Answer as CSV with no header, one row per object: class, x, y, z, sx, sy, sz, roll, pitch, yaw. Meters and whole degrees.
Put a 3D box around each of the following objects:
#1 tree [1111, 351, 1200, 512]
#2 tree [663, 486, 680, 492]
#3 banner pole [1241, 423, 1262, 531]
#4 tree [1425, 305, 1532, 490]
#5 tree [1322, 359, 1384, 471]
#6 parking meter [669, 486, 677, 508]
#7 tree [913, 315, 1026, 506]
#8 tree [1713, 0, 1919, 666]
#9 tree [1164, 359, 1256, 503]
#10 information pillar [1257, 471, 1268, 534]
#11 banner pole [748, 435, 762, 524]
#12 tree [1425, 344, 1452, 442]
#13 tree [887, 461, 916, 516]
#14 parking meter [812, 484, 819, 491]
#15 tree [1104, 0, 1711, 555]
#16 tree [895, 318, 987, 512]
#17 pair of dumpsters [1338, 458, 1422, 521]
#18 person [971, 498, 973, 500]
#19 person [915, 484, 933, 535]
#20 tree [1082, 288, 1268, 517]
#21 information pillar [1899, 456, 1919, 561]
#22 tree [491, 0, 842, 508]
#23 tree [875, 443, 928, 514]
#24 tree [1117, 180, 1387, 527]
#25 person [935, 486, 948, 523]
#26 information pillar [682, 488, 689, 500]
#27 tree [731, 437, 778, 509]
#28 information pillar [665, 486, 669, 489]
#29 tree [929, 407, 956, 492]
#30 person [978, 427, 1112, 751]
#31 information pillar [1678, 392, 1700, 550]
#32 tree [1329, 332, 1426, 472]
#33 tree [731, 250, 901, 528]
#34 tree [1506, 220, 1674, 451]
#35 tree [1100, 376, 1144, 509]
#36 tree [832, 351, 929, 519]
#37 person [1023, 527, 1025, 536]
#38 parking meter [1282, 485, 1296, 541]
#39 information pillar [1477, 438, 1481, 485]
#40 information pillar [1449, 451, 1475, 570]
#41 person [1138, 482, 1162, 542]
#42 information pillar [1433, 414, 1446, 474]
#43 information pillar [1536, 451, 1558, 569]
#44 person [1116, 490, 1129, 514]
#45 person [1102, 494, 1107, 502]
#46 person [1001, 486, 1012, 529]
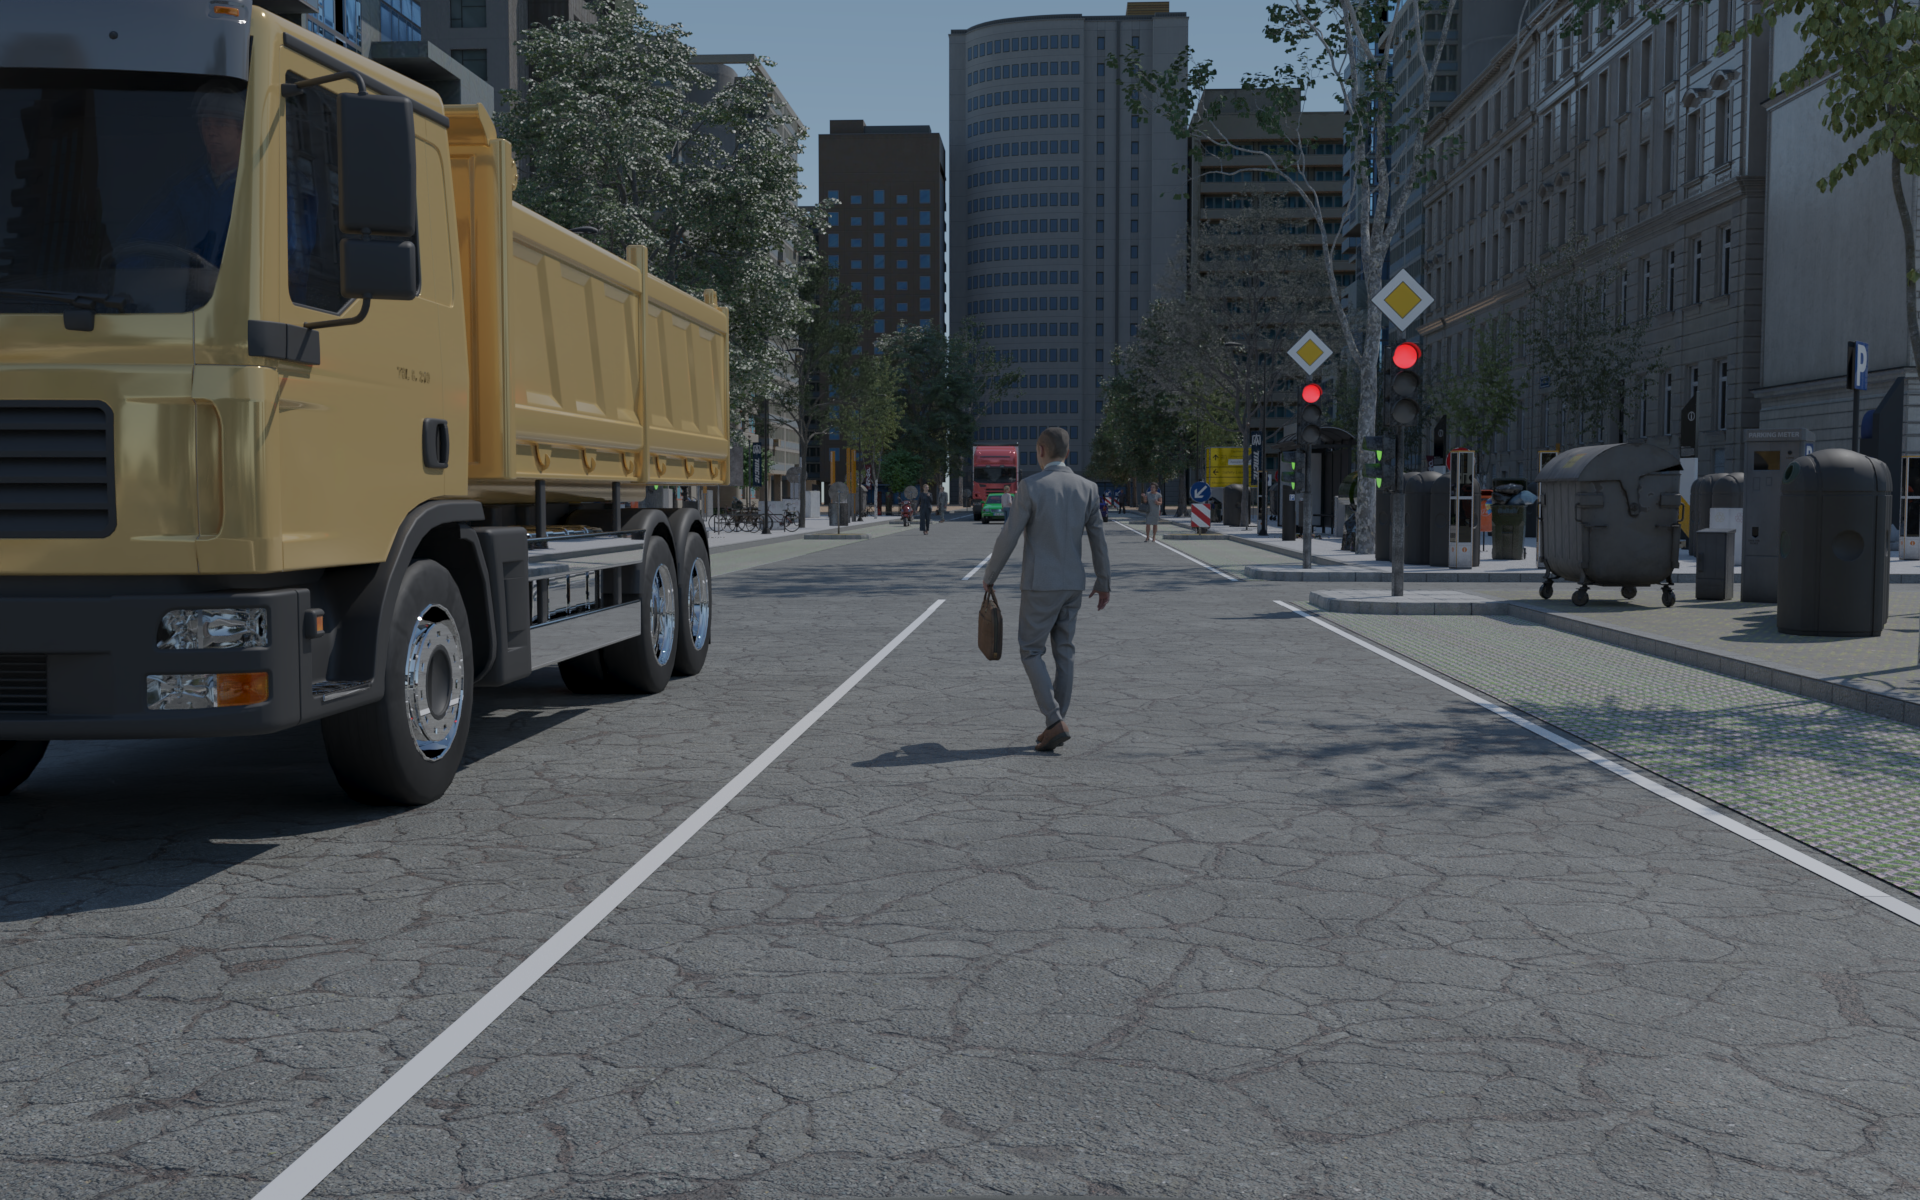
tree,14.310,-12.385,120.616,7.486,12.596,7.792,0,3,0
tree,-15.132,-6.313,86.931,4.285,4.588,4.351,0,3,0
banner pole,10.246,-4.321,60.670,0.401,3.779,0.863,-3,5,-42
tree,20.543,-7.197,68.038,4.737,8.622,4.395,0,3,0
tree,21.321,-8.751,93.446,4.737,8.622,4.395,0,3,0
parking meter,-16.755,-5.841,101.208,0.399,1.863,0.255,1,4,22
tree,1.270,-19.887,181.034,12.611,20.169,13.585,0,3,0
tree,7.233,-3.796,12.427,4.737,8.622,4.395,0,3,0
tree,12.361,-8.300,86.068,4.737,8.622,4.395,0,3,0
information pillar,9.677,-3.114,55.403,0.304,2.012,0.304,1,4,16
banner pole,-8.726,-5.101,73.419,0.863,3.779,0.401,2,4,29
tree,21.166,-8.055,82.058,4.360,8.622,3.978,0,3,0
tree,-3.576,-6.498,100.842,1.663,3.219,1.824,0,3,0
parking meter,-8.046,-5.553,96.496,0.399,1.863,0.255,-1,4,-9
tree,9.509,-11.109,37.520,12.611,20.169,13.585,0,3,0
tree,-2.699,-13.309,124.258,9.857,13.997,8.962,0,3,0
pair of dumpsters,11.607,-2.779,47.930,1.574,2.255,4.437,0,4,3
person,1.427,-7.814,136.200,1.348,1.831,0.705,-3,5,-41
person,-1.245,-3.172,60.784,0.576,1.772,0.534,-2,4,-26
tree,12.428,-11.003,96.914,9.611,12.733,9.660,0,3,0
information pillar,18.358,-1.770,33.428,0.304,2.012,0.304,1,4,11
tree,-7.872,-8.392,43.869,9.857,13.997,8.962,0,3,0
tree,-3.750,-7.783,110.961,4.285,4.588,4.351,0,3,0
tree,11.209,-9.585,67.083,12.009,13.543,11.850,0,3,0
person,-0.920,-4.780,86.756,0.694,1.812,0.767,3,4,36
information pillar,-15.725,-5.795,99.232,0.304,2.012,0.304,0,4,0
tree,-12.190,-7.101,99.820,4.285,4.588,4.351,0,3,0
information pillar,-17.454,-6.066,103.668,0.304,2.012,0.304,2,4,33
tree,-1.770,-11.619,140.325,4.737,8.622,4.395,0,3,0
person,0.499,-0.078,9.889,0.709,1.813,0.853,-2,4,-27
information pillar,16.784,-2.967,39.868,0.183,3.616,0.504,-1,4,-20
tree,18.422,-7.736,76.846,4.360,8.622,3.978,0,3,0
tree,-5.693,-8.020,65.539,7.601,10.594,8.767,-2,4,-28
tree,17.085,-5.937,47.432,4.360,8.622,3.978,0,3,0
tree,15.965,-13.873,152.579,9.928,11.665,9.643,0,3,0
tree,-4.462,-8.515,89.589,4.737,8.622,4.395,0,3,0
person,1.833,-2.253,46.337,0.522,1.701,0.512,1,4,16
parking meter,9.025,-2.391,47.496,0.372,1.533,0.369,0,3,0
information pillar,21.563,-4.936,72.053,0.183,3.616,0.504,1,4,21
information pillar,8.550,-1.531,29.527,0.304,2.012,0.304,-1,4,-9
person,5.643,-2.615,51.614,0.716,1.782,0.532,1,4,19
information pillar,14.125,-3.648,51.001,0.183,3.616,0.504,-1,4,-21
information pillar,10.032,-1.536,29.609,0.304,2.012,0.304,1,4,13
person,11.630,-7.053,124.373,0.990,1.755,0.434,3,4,36
person,11.712,-7.929,141.397,1.065,1.426,0.557,-3,5,-43
person,1.759,-3.434,65.312,0.731,1.740,0.598,3,4,38
